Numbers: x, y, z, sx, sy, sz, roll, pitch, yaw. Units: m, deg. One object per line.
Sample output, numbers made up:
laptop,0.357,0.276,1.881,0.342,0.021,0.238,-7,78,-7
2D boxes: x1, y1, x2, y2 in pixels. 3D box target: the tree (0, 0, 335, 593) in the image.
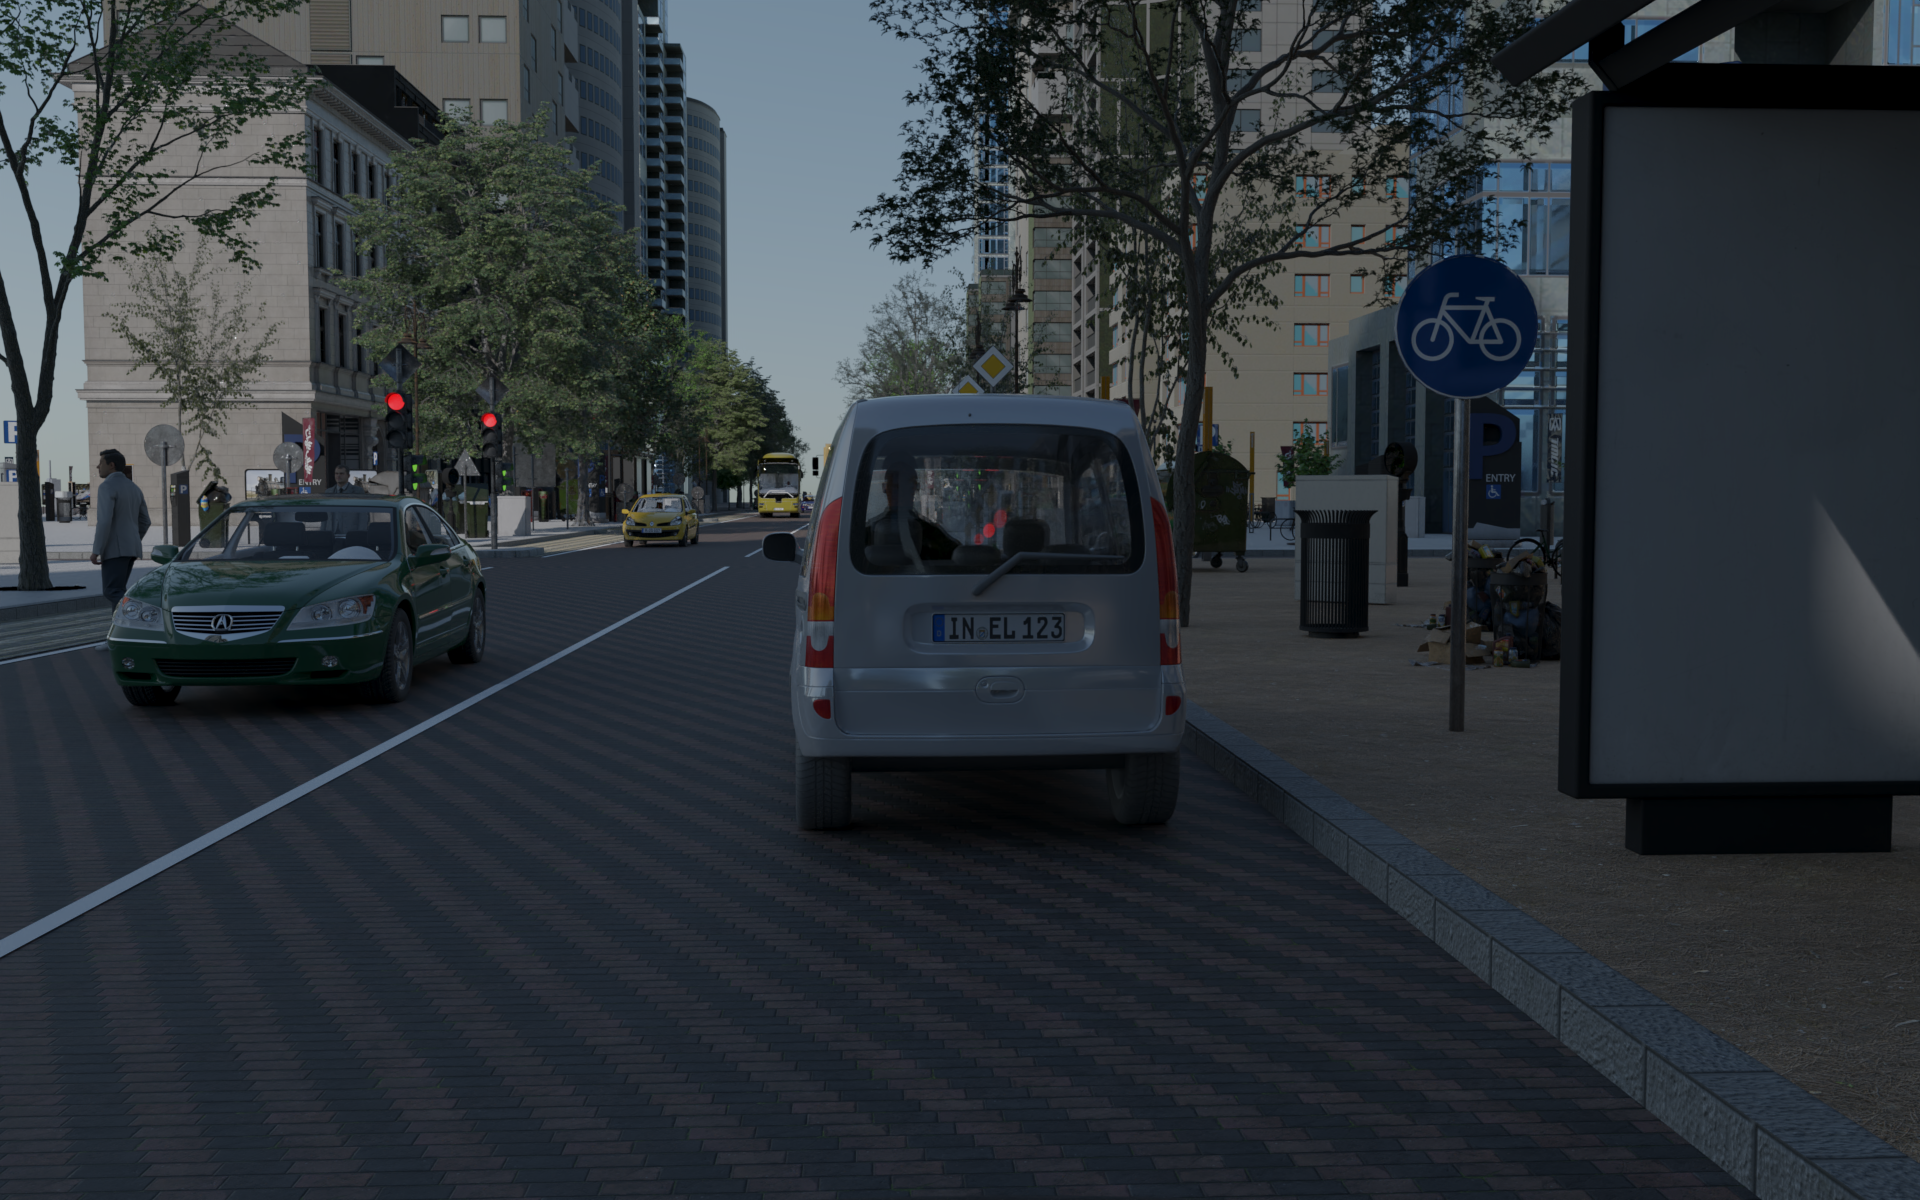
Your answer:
tree,-12.352,-5.942,22.904,9.928,11.665,9.643,0,3,0

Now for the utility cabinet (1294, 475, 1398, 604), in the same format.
utility cabinet,4.540,-0.715,20.365,1.173,1.500,0.318,3,5,40

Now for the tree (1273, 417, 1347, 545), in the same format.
tree,8.626,-2.995,43.570,1.663,3.219,1.824,0,3,0

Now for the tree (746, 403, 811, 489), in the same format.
tree,-22.954,-18.046,212.051,9.611,12.733,9.660,0,3,0

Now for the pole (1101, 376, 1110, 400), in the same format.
pole,2.516,-2.216,30.076,0.158,3.312,0.155,0,3,0

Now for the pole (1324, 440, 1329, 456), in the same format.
pole,13.911,-4.401,65.805,0.158,3.312,0.155,0,3,0

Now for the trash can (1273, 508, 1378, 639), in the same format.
trash can,3.363,-0.238,15.550,0.748,1.137,0.748,0,3,0

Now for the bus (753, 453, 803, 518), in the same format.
bus,-11.096,-7.061,106.992,2.896,3.916,12.252,0,4,-5

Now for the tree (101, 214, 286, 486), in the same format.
tree,-20.621,-5.879,46.489,4.360,8.622,3.978,0,3,0

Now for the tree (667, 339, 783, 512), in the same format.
tree,-17.595,-12.758,126.726,7.486,12.596,7.792,0,3,0

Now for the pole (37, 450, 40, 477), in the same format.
pole,-42.449,-5.255,79.757,0.158,3.312,0.155,0,3,0

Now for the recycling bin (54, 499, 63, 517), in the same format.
recycling bin,-50.944,-5.192,97.439,0.722,1.027,0.722,3,5,45

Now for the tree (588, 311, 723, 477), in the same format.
tree,-17.074,-10.372,95.339,9.928,11.665,9.643,0,3,0

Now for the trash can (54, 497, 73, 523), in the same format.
trash can,-39.768,-3.990,76.897,0.748,1.137,0.748,0,3,0

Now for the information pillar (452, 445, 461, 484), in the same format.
information pillar,-23.883,-5.555,82.183,0.183,3.616,0.504,2,4,26

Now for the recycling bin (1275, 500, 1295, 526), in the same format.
recycling bin,13.152,-3.490,69.614,0.722,1.027,0.722,-3,5,-44

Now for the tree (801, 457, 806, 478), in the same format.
tree,-25.582,-19.202,264.313,4.737,8.622,4.395,0,3,0

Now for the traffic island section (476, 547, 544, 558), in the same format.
traffic island section,-10.862,-1.105,40.344,2.009,0.180,2.903,0,4,-3

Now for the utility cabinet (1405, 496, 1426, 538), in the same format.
utility cabinet,13.161,-2.424,50.801,0.306,1.237,1.020,-2,4,-34

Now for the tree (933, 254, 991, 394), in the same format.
tree,0.976,-6.299,53.350,4.360,8.622,3.978,0,3,0

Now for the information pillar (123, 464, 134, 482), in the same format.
information pillar,-20.388,-2.318,42.387,0.304,2.012,0.304,-3,4,-36

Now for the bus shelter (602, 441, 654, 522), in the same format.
bus shelter,-16.287,-6.477,83.535,2.179,5.291,8.768,0,4,-3

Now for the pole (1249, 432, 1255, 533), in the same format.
pole,9.554,-3.845,56.707,0.158,3.312,0.155,0,3,0

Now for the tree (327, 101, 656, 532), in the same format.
tree,-14.728,-9.099,55.421,9.857,13.997,8.962,0,3,0

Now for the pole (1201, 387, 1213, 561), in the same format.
pole,4.707,-2.393,32.977,0.158,3.312,0.155,0,3,0

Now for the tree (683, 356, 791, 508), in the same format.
tree,-20.431,-15.444,159.170,9.857,13.997,8.962,0,3,0

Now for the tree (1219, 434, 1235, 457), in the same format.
tree,7.749,-3.471,51.355,1.663,3.219,1.824,0,3,0

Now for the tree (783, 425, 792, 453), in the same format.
tree,-20.474,-15.562,172.571,7.486,12.596,7.792,0,3,0

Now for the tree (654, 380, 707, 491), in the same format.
tree,-17.336,-9.535,106.257,4.360,8.622,3.978,0,3,0

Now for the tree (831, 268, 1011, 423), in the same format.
tree,-2.151,-11.305,95.201,12.009,13.543,11.850,0,3,0

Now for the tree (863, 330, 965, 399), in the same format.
tree,-2.570,-11.173,108.427,9.928,11.665,9.643,0,3,0

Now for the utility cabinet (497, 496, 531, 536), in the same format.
utility cabinet,-13.671,-2.568,53.152,1.020,1.237,0.306,1,4,20

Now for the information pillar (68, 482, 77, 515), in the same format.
information pillar,-53.310,-6.086,103.994,0.304,2.012,0.304,1,4,14

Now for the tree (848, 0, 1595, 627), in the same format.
tree,2.390,-5.009,16.308,7.601,10.594,8.767,1,4,20

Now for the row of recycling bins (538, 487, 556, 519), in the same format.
row of recycling bins,-21.566,-4.869,86.728,1.069,1.692,3.534,2,4,24

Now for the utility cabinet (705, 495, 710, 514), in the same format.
utility cabinet,-16.555,-6.258,113.476,0.306,1.237,1.020,-1,4,-10

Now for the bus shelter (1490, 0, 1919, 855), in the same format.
bus shelter,3.085,-0.594,3.639,2.014,3.302,5.546,0,4,-3

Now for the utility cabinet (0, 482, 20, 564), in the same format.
utility cabinet,-17.423,-1.401,31.590,1.173,1.500,0.318,-2,4,-25

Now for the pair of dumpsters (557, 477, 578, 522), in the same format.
pair of dumpsters,-18.184,-4.903,82.657,1.574,2.255,4.437,0,4,-3

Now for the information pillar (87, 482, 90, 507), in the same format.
information pillar,-55.128,-6.444,109.853,0.304,2.012,0.304,-3,5,-45

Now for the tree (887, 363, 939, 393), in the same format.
tree,-4.109,-14.127,147.990,9.611,12.733,9.660,0,3,0

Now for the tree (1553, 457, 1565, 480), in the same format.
tree,16.578,-3.102,45.324,1.663,3.219,1.824,0,3,0

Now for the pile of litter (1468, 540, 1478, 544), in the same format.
pile of litter,5.009,-0.152,16.449,1.176,0.858,1.719,-2,4,-33

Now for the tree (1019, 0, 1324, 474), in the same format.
tree,2.804,-4.512,24.138,4.360,8.622,3.978,0,3,0

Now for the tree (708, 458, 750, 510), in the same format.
tree,-18.305,-9.348,136.554,4.285,4.588,4.351,0,3,0

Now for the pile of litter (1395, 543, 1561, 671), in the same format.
pile of litter,4.042,0.039,13.325,1.719,0.858,1.176,-2,4,-34

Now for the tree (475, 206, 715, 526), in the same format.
tree,-15.005,-9.291,68.913,9.611,12.733,9.660,0,3,0
